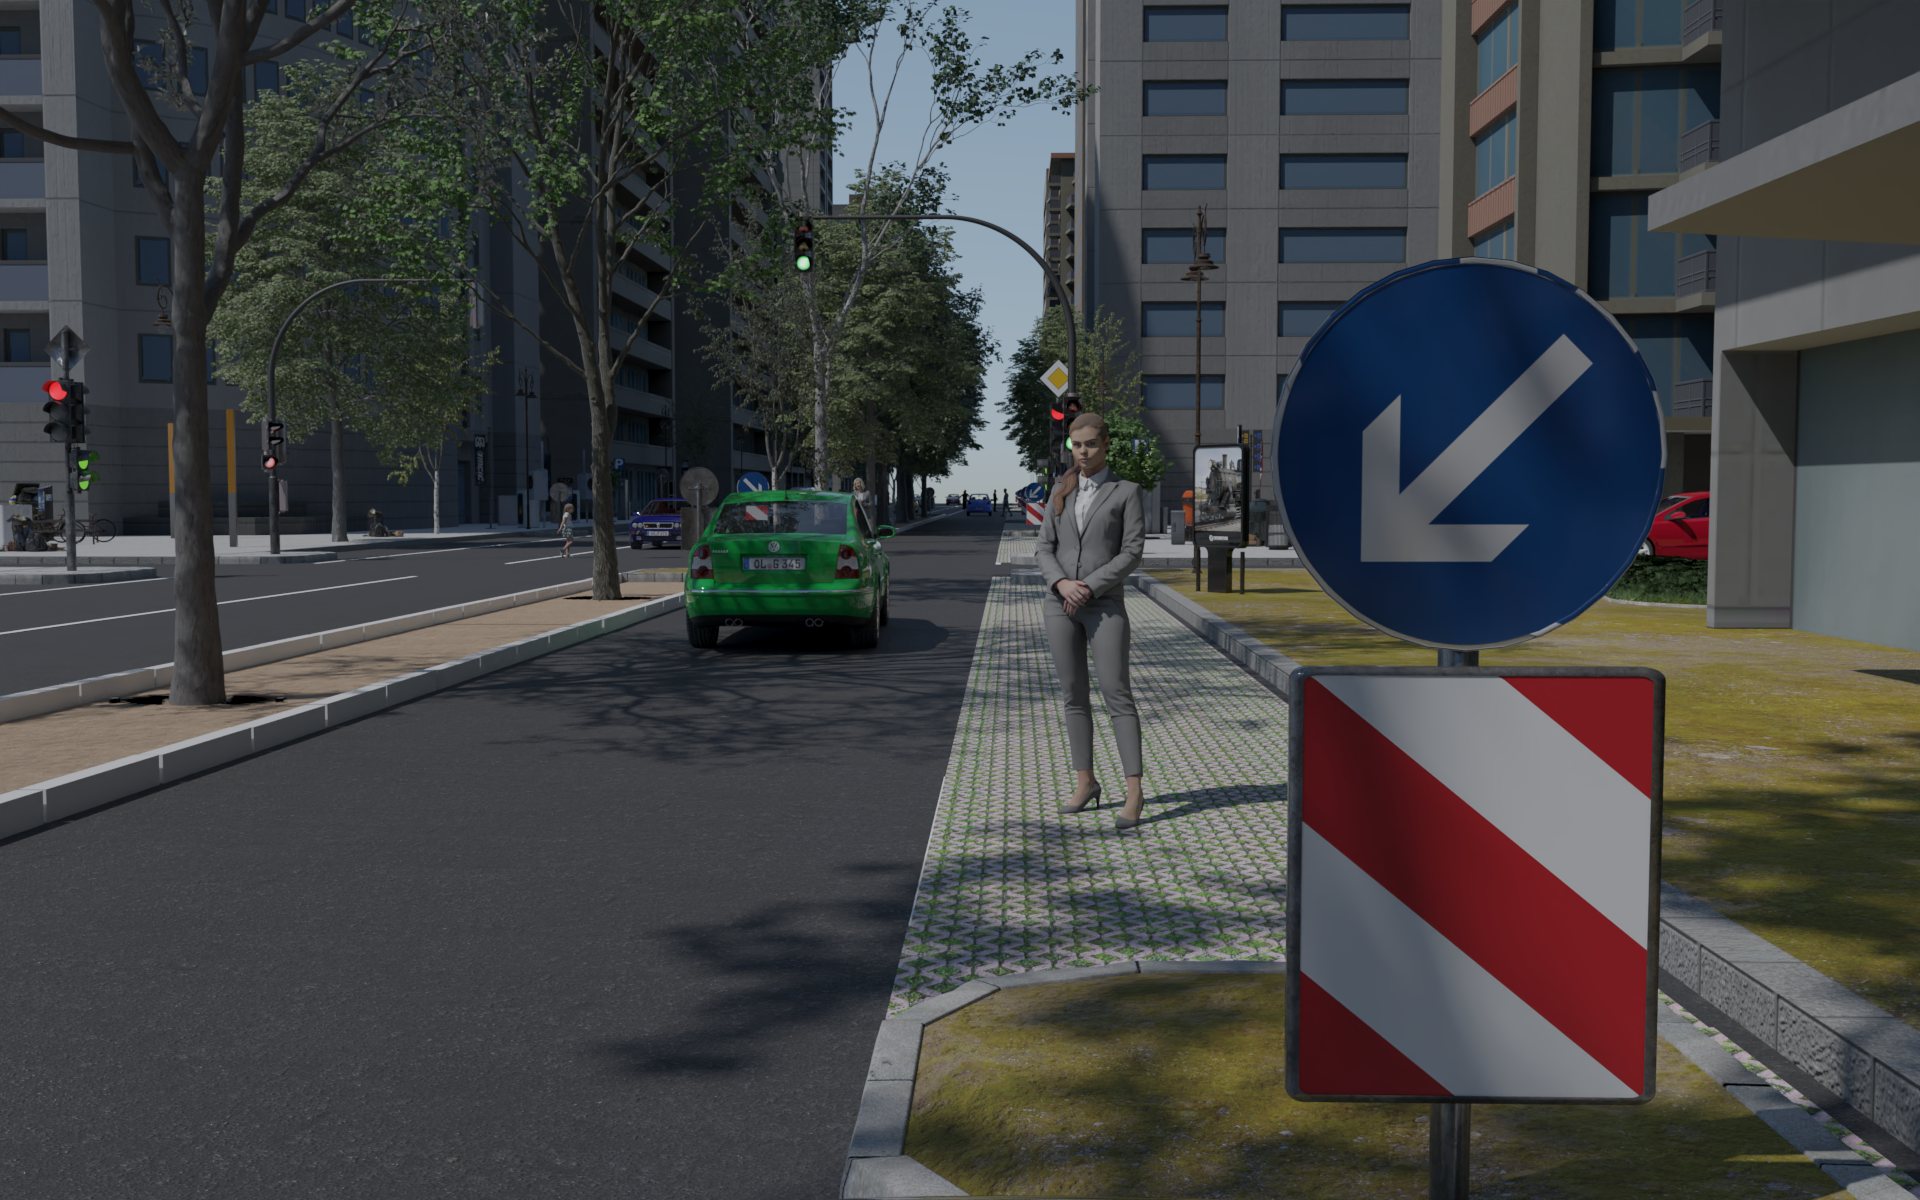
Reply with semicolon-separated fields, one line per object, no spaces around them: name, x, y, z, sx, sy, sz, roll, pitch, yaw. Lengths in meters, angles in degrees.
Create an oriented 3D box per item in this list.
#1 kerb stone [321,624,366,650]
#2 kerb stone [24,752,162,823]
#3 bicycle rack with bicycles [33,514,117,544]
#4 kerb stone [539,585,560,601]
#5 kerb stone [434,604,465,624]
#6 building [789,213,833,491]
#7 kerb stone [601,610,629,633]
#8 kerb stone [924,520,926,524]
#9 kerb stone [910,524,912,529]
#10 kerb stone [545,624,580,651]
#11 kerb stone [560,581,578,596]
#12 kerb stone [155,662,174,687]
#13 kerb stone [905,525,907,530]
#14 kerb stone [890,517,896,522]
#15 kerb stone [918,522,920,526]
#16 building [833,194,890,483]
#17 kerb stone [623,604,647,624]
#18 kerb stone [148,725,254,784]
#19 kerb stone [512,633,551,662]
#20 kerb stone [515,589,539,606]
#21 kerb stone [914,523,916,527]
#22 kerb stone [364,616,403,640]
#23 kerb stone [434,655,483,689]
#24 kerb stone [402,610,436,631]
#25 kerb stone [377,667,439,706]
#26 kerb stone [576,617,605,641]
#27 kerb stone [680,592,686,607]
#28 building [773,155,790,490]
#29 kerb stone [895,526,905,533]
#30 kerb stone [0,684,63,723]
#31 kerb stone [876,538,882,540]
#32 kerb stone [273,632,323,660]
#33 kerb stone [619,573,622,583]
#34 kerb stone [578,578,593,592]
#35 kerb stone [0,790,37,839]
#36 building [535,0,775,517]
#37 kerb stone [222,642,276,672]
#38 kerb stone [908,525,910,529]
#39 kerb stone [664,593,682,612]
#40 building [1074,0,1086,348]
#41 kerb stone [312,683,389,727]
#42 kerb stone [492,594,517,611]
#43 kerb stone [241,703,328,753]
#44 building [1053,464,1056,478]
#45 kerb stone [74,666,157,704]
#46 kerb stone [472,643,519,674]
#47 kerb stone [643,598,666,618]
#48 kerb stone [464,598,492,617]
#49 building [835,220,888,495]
kerb stone;-5.869;0.359;16.319;0.120;0.150;1.000;0;4;2
kerb stone;-4.020;0.868;8.037;0.120;0.150;1.000;0;4;2
bicycle rack with bicycles;-23.408;-1.908;44.576;2.925;0.926;2.852;-1;4;-22
kerb stone;-5.655;-0.079;23.488;0.120;0.150;1.000;0;4;2
kerb stone;-5.784;0.172;19.385;0.120;0.150;1.000;0;4;2
building;-20.782;-24.769;176.679;14.160;30.474;14.107;0;4;2
kerb stone;-3.700;0.238;18.299;0.120;0.150;1.000;0;4;2
kerb stone;-1.816;-3.618;81.344;0.120;0.150;1.000;0;4;2
kerb stone;-2.150;-2.924;70.061;0.120;0.150;1.000;0;4;2
kerb stone;-3.774;0.364;16.241;0.120;0.150;1.000;0;4;2
kerb stone;-5.621;-0.141;24.510;0.120;0.150;1.000;0;4;2
kerb stone;-5.959;0.553;13.245;0.120;0.150;1.000;0;4;2
kerb stone;-2.245;-2.736;66.983;0.120;0.150;1.000;0;4;2
kerb stone;-3.550;-4.366;93.722;0.120;0.150;1.000;0;4;2
kerb stone;-1.970;-3.303;76.199;0.120;0.150;1.000;0;4;2
building;-18.059;-37.432;262.121;14.600;45.320;14.200;0;4;2
kerb stone;-3.682;0.176;19.326;0.120;0.150;1.000;0;4;2
kerb stone;-3.985;0.808;9.062;0.120;0.150;1.000;0;4;2
kerb stone;-3.806;0.429;15.217;0.120;0.150;1.000;0;4;2
kerb stone;-5.682;-0.016;22.453;0.120;0.150;1.000;0;4;2
kerb stone;-2.063;-3.115;73.128;0.120;0.150;1.000;0;4;2
kerb stone;-5.835;0.297;17.341;0.120;0.150;1.000;0;4;2
kerb stone;-3.862;0.558;13.168;0.120;0.150;1.000;0;4;2
kerb stone;-5.812;0.235;18.363;0.120;0.150;1.000;0;4;2
kerb stone;-3.897;0.615;12.146;0.120;0.150;1.000;0;4;2
kerb stone;-3.746;0.301;17.268;0.120;0.150;1.000;0;4;2
kerb stone;-3.585;-0.012;22.400;0.120;0.150;1.000;0;4;2
building;-22.152;-22.598;141.173;14.160;30.474;14.107;0;4;2
kerb stone;-2.274;-2.675;65.961;0.120;0.150;1.000;0;4;2
kerb stone;-6.018;0.674;11.193;0.120;0.150;1.000;0;4;2
kerb stone;-2.557;-2.111;56.711;0.120;0.150;1.000;0;4;2
kerb stone;-5.908;0.422;15.288;0.120;0.150;1.000;0;4;2
kerb stone;-5.526;-0.330;27.595;0.120;0.150;1.000;0;4;2
kerb stone;-5.603;-0.197;25.532;0.120;0.150;1.000;0;4;2
kerb stone;-4.050;0.930;7.013;0.120;0.150;1.000;0;4;2
building;-25.283;-30.519;122.687;21.300;48.544;21.600;0;4;2
kerb stone;-5.928;0.485;14.266;0.120;0.150;1.000;0;4;2
kerb stone;-2.191;-2.865;69.040;0.120;0.150;1.000;0;4;2
kerb stone;-3.618;0.050;21.373;0.120;0.150;1.000;0;4;2
building;15.552;-29.138;126.509;14.600;45.320;14.200;0;4;2
kerb stone;-3.924;0.681;11.120;0.120;0.150;1.000;0;4;2
kerb stone;-5.721;0.049;21.429;0.120;0.150;1.000;0;4;2
kerb stone;-3.954;0.748;10.086;0.120;0.150;1.000;0;4;2
building;20.752;-52.363;168.804;22.319;86.520;31.000;0;4;2
kerb stone;-5.992;0.610;12.223;0.120;0.150;1.000;0;4;2
kerb stone;-3.835;0.491;14.194;0.120;0.150;1.000;0;4;2
kerb stone;-3.648;0.113;20.347;0.120;0.150;1.000;0;4;2
kerb stone;-5.749;0.109;20.406;0.120;0.150;1.000;0;4;2
building;-17.797;-34.527;248.115;14.154;41.232;14.086;0;4;2
